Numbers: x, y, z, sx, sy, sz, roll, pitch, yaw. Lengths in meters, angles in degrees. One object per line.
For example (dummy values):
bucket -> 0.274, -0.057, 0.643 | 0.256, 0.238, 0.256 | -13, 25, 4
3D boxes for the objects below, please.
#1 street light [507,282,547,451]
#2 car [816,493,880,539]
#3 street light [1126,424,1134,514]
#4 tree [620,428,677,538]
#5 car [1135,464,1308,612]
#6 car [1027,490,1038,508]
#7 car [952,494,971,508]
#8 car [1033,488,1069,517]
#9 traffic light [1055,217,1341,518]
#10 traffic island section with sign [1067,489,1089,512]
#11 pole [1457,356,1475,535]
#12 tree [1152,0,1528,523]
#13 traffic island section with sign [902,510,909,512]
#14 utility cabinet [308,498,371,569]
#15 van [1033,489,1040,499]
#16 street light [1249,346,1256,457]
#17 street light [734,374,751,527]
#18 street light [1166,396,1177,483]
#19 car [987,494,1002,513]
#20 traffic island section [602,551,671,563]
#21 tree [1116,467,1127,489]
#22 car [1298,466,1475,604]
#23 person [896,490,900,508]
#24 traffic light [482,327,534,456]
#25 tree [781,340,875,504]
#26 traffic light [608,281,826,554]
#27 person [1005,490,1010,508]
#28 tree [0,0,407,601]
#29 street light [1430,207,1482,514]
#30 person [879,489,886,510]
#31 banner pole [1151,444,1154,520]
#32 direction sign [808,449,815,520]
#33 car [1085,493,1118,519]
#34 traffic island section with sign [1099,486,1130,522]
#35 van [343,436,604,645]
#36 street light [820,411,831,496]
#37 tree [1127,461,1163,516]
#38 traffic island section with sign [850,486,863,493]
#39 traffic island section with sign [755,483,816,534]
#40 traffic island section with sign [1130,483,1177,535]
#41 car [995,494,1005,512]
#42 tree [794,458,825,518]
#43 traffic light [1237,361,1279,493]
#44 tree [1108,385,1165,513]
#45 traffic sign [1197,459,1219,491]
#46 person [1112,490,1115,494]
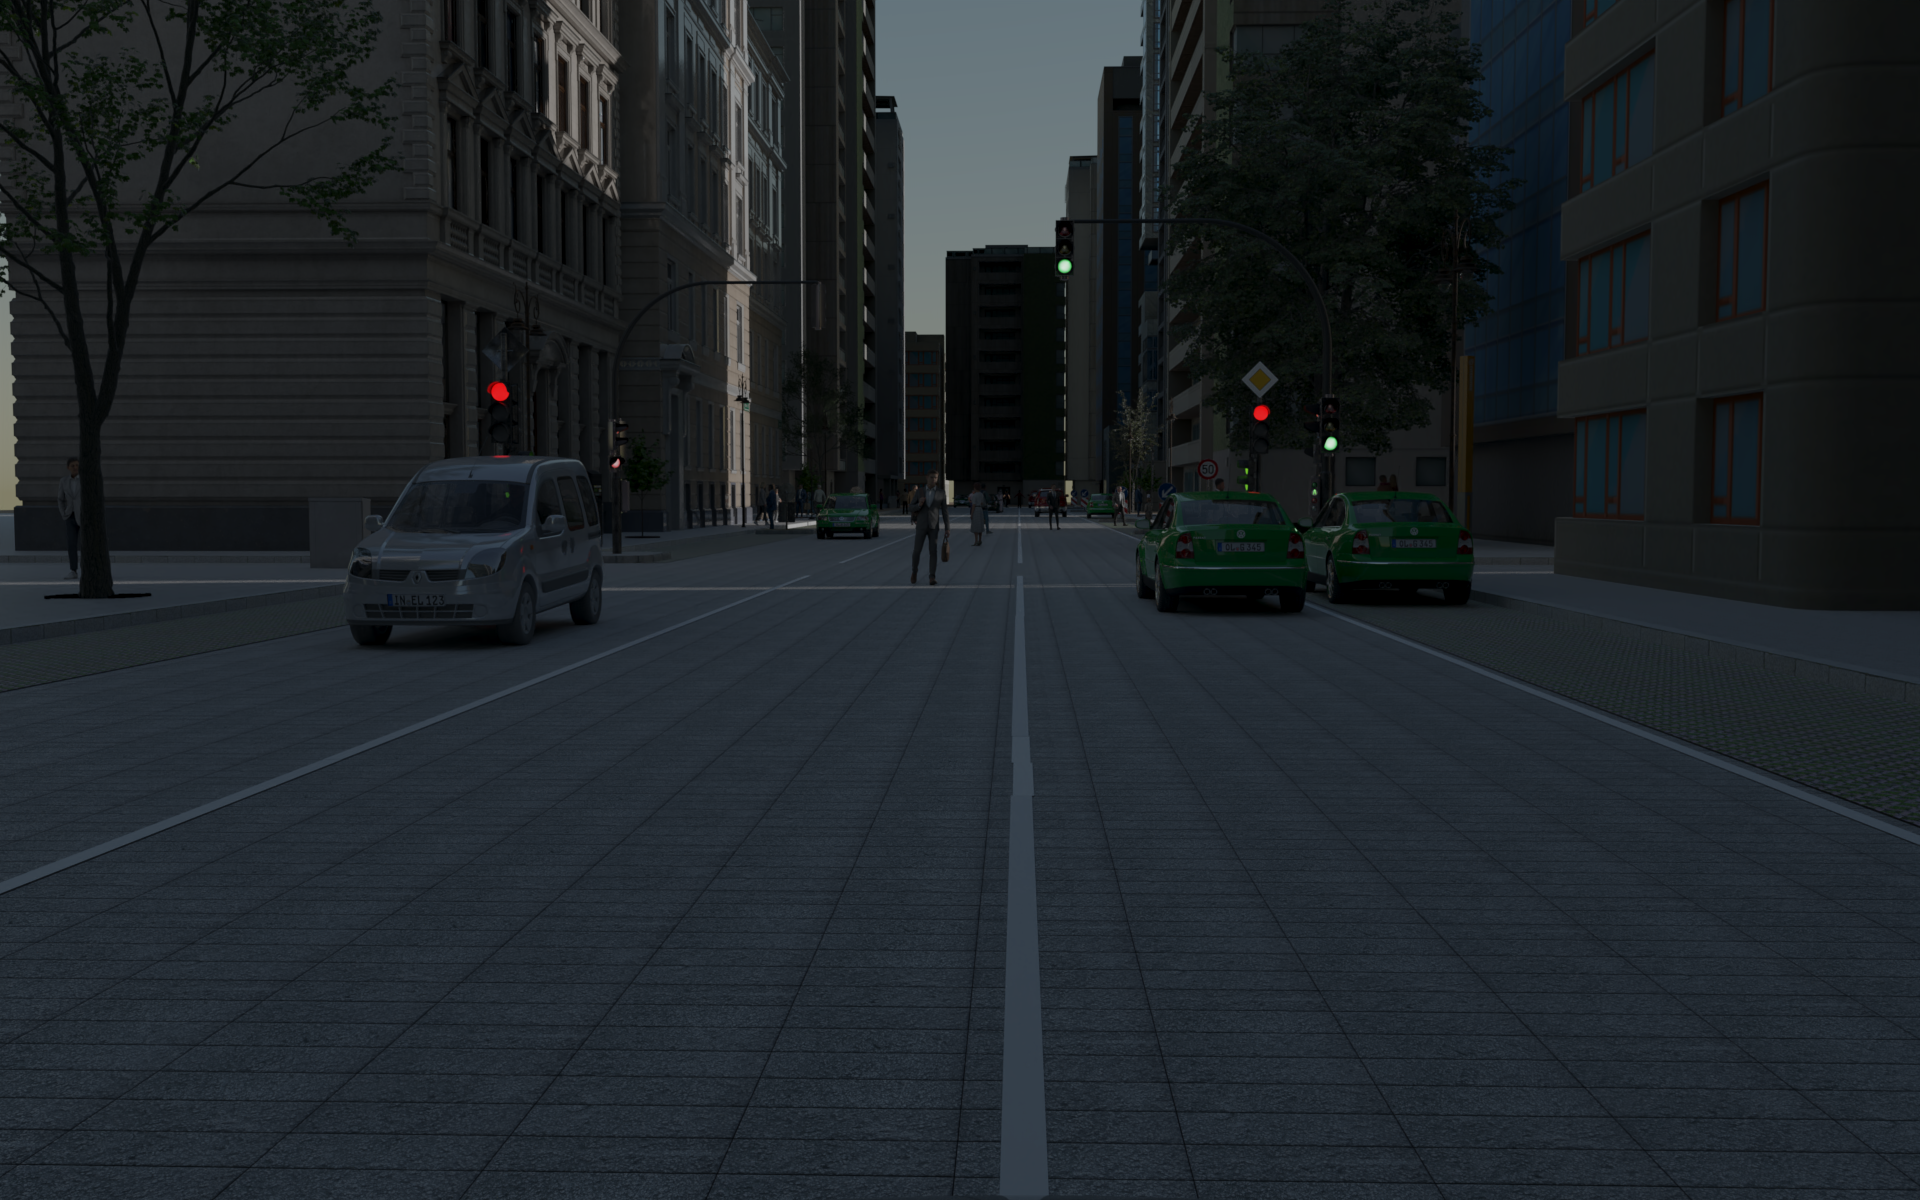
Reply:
street light -> -9.428, -3.980, 37.858 | 0.468, 5.910, 1.993 | 0, 4, 2
car -> -3.634, -2.915, 56.449 | 1.959, 1.807, 4.718 | 0, 4, 2
street light -> 10.918, -8.474, 111.337 | 0.468, 5.910, 1.993 | 0, 4, 2
tree -> -9.264, -3.413, 50.411 | 1.663, 3.219, 1.824 | 0, 3, 0
car -> 3.295, -0.831, 22.379 | 1.959, 1.807, 4.718 | 0, 4, 1
car -> 7.957, -10.226, 175.867 | 2.281, 1.827, 5.304 | 0, 4, 3
car -> 0.247, -10.477, 183.089 | 2.131, 1.459, 4.920 | 0, 4, 1
car -> 5.724, -6.142, 109.092 | 2.281, 1.827, 5.304 | 0, 4, 3
traffic light -> 3.938, -3.299, 28.604 | 4.771, 5.953, 1.251 | 0, 4, 2
traffic island section with sign -> 9.830, -7.952, 138.641 | 1.989, 1.847, 2.006 | 0, 4, 2
pole -> 7.485, -1.945, 25.652 | 0.158, 3.312, 0.155 | 0, 3, 0
tree -> 9.227, -8.390, 43.832 | 9.857, 13.997, 8.962 | 0, 3, 0
traffic island section with sign -> -3.577, -7.980, 139.100 | 1.989, 1.847, 2.006 | 0, 4, 2
utility cabinet -> -10.721, -1.150, 29.971 | 1.020, 1.237, 0.306 | 1, 4, 11
van -> 6.907, -8.149, 140.245 | 2.013, 2.044, 4.112 | 0, 4, 1
street light -> 8.942, -4.927, 53.344 | 0.468, 5.910, 1.993 | 0, 4, 2
street light -> -8.344, -5.737, 66.591 | 0.468, 5.910, 1.993 | 0, 4, 2
street light -> 9.989, -6.684, 82.078 | 0.468, 5.910, 1.993 | 0, 4, 2
car -> 2.136, -7.356, 130.056 | 2.009, 1.686, 4.222 | 0, 4, 3
traffic island section -> -7.389, -0.915, 37.240 | 2.009, 0.180, 2.903 | 0, 4, 2
tree -> 11.821, -7.880, 123.441 | 1.663, 3.219, 1.824 | 0, 3, 0
car -> 5.738, -0.919, 23.820 | 1.959, 1.807, 4.718 | 0, 4, 2
person -> -5.658, -9.147, 157.071 | 0.593, 1.643, 0.415 | 3, 5, 39
traffic light -> -7.622, -2.459, 29.123 | 0.839, 4.253, 0.868 | 0, 4, 2
tree -> -8.617, -10.458, 105.397 | 7.601, 10.594, 8.767 | 1, 4, 19
traffic light -> -5.256, -3.816, 37.067 | 4.771, 5.953, 1.251 | 0, 4, 2
person -> 4.991, -10.668, 182.886 | 0.705, 1.831, 1.348 | 1, 4, 15
tree -> -10.617, -5.839, 21.216 | 9.928, 11.665, 9.643 | 0, 3, 0
street light -> 8.041, -3.392, 28.242 | 0.468, 5.910, 1.993 | 0, 4, 2
person -> -6.372, -8.264, 141.840 | 0.721, 1.739, 1.217 | -2, 4, -26
banner pole -> 9.687, -5.942, 87.166 | 0.401, 3.779, 0.863 | 0, 4, 0
direction sign -> -7.475, -5.828, 87.289 | 0.379, 3.537, 0.876 | 0, 4, -3
car -> 8.355, -5.701, 102.013 | 1.959, 1.807, 4.718 | 0, 4, 3
traffic island section with sign -> 8.123, -4.900, 88.743 | 1.989, 1.847, 2.006 | 0, 4, 2
van -> -4.869, -0.655, 17.726 | 2.013, 2.044, 4.112 | 0, 4, 2
street light -> -7.467, -7.544, 96.125 | 0.468, 5.910, 1.993 | 0, 4, 2
tree -> 11.063, -6.476, 100.488 | 1.663, 3.219, 1.824 | 0, 3, 0
traffic island section with sign -> -5.294, -4.916, 89.003 | 1.989, 1.847, 2.006 | 0, 4, 2
traffic island section with sign -> -6.208, -3.268, 62.063 | 1.989, 1.847, 2.006 | 0, 4, 2
traffic island section with sign -> 7.205, -3.242, 61.635 | 1.989, 1.847, 2.006 | 0, 4, 2
car -> 2.518, -7.645, 137.002 | 2.014, 1.417, 4.499 | 0, 4, 3
tree -> -8.294, -6.058, 93.652 | 1.663, 3.219, 1.824 | 0, 3, 0
traffic light -> 6.304, -2.919, 36.655 | 0.839, 4.253, 0.868 | 0, 4, 2
tree -> 11.781, -10.215, 117.382 | 4.360, 8.622, 3.978 | 0, 3, 0
traffic sign -> 8.886, -3.793, 62.120 | 0.768, 2.556, 0.104 | 1, 4, 8
person -> 12.001, -7.849, 135.835 | 0.415, 1.643, 0.593 | -1, 4, -19
